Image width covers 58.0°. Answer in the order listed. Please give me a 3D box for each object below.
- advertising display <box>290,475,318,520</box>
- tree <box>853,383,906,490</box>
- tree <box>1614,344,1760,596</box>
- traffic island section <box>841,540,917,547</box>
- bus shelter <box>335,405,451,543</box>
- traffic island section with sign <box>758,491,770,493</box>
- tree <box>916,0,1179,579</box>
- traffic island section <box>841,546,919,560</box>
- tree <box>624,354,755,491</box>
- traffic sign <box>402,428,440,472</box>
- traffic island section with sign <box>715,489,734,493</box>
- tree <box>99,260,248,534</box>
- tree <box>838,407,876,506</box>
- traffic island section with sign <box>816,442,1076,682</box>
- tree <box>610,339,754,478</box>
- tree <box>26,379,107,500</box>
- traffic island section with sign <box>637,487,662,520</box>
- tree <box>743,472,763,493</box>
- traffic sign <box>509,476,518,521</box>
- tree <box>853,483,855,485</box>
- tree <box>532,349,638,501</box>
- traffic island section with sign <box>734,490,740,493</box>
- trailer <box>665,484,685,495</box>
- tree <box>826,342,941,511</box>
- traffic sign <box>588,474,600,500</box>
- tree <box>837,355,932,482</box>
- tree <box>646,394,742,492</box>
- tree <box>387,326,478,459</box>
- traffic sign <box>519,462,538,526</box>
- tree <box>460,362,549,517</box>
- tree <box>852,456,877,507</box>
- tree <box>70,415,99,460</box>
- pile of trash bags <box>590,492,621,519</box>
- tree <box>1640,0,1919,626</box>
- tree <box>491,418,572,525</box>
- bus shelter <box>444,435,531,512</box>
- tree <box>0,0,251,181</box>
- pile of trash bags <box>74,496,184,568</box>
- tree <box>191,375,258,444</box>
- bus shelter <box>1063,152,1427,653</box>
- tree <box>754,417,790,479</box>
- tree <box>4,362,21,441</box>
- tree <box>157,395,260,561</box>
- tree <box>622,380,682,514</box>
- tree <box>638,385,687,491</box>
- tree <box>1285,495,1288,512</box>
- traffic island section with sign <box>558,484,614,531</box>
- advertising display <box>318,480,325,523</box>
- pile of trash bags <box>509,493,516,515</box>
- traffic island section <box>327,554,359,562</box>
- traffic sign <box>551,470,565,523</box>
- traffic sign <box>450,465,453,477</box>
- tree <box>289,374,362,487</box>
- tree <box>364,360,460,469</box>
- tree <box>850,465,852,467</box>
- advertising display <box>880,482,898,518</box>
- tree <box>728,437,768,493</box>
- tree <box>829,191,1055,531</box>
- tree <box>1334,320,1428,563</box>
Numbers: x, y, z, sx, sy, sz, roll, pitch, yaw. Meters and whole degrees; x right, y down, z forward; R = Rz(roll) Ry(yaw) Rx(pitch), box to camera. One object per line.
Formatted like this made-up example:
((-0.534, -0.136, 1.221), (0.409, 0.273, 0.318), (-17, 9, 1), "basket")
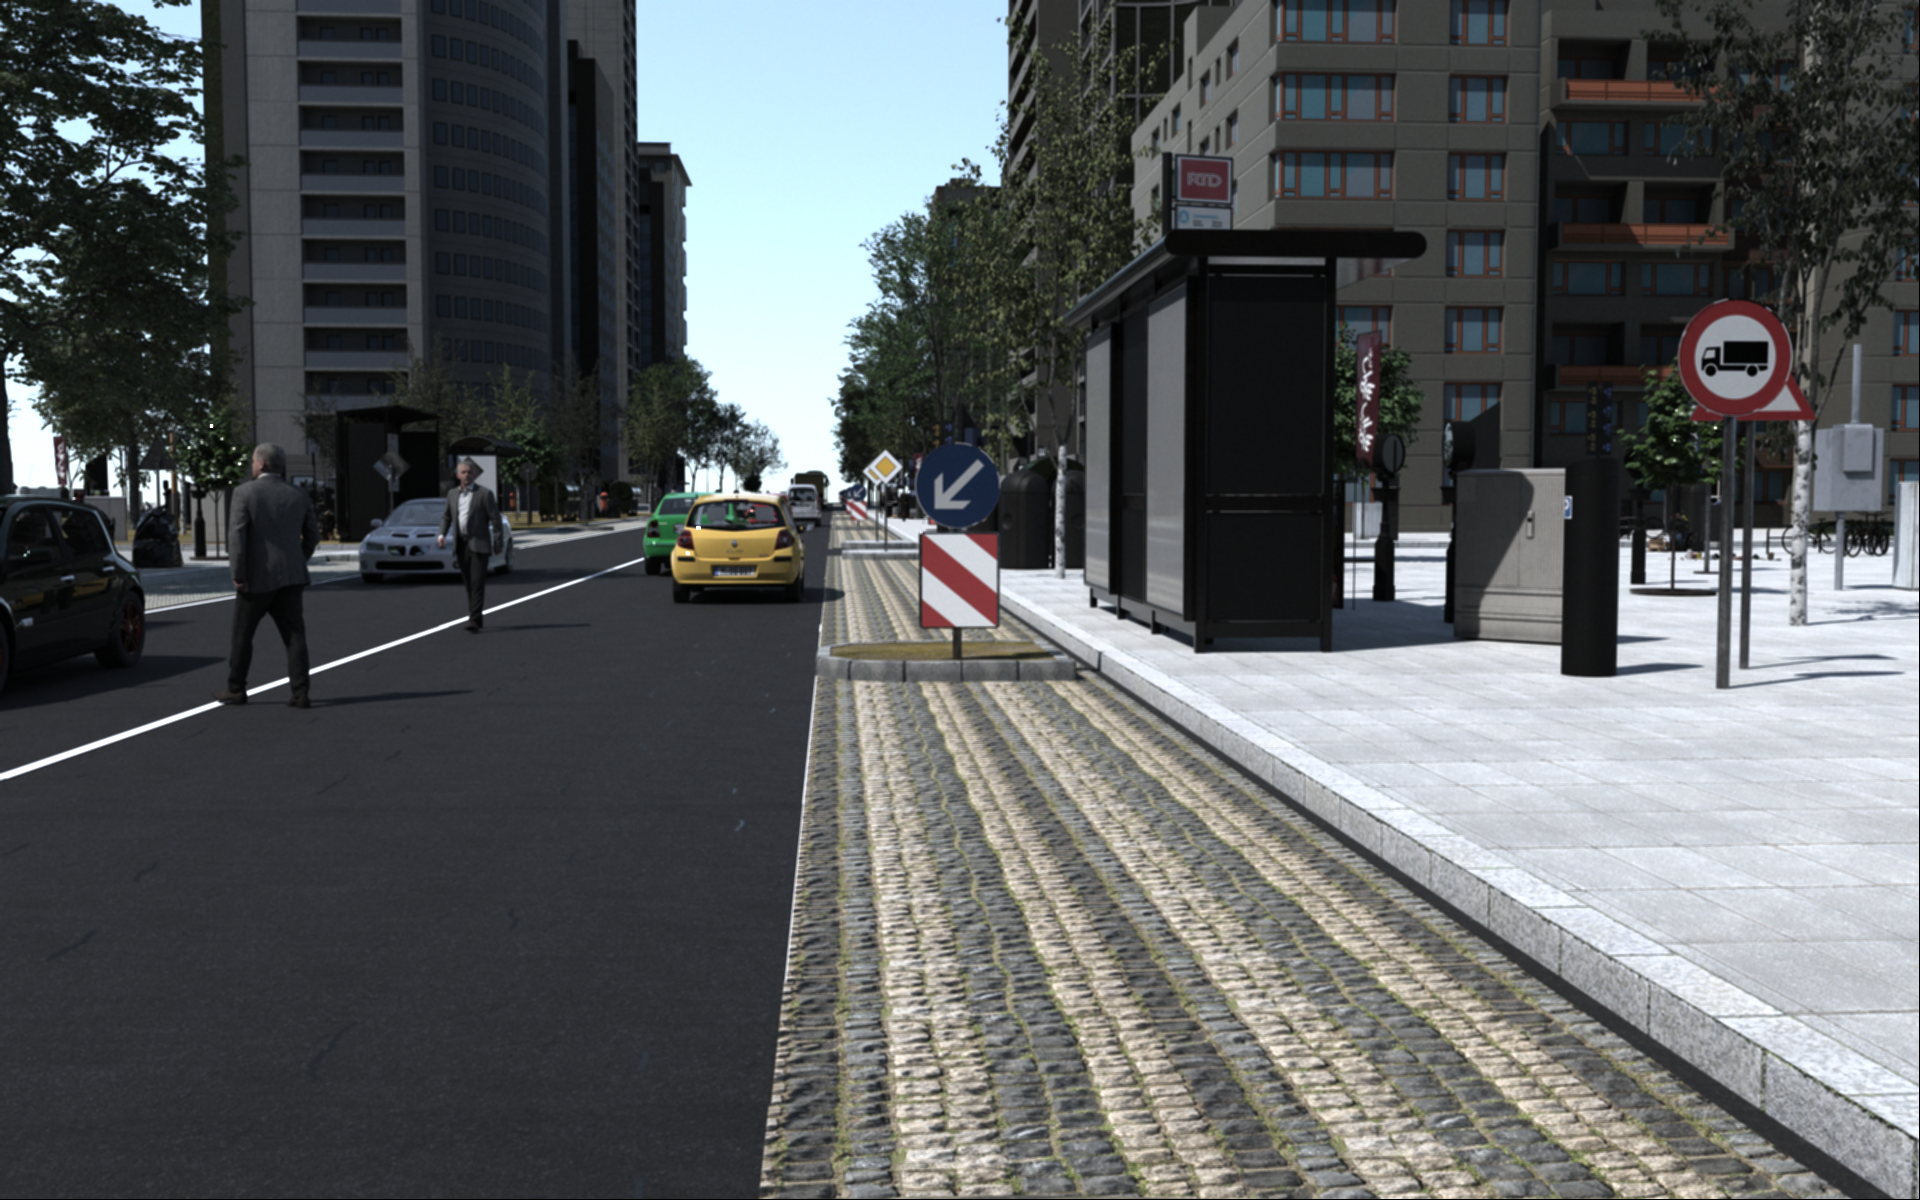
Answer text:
((-22.831, -3.363, 60.196), (0.123, 1.923, 0.974), (2, 4, 27), "advertising display")
((-3.923, -9.591, 107.168), (4.737, 8.622, 4.395), (0, 3, 0), "tree")
((9.010, -1.679, 22.049), (1.663, 3.219, 1.824), (0, 3, 0), "tree")
((-2.212, -1.493, 46.690), (2.009, 0.180, 2.903), (0, 4, -4), "traffic island section")
((-15.802, -3.507, 48.623), (1.731, 3.624, 6.357), (0, 4, -4), "bus shelter")
((-26.170, -13.363, 227.105), (1.989, 1.847, 2.006), (0, 4, -4), "traffic island section with sign")
((1.464, -4.642, 26.252), (4.737, 8.622, 4.395), (0, 3, 0), "tree")
((-1.635, -1.006, 38.726), (2.009, 0.180, 2.903), (0, 4, -4), "traffic island section")
((-21.159, -12.367, 127.952), (9.928, 11.665, 9.643), (0, 3, 0), "tree")
((-17.206, -3.651, 53.564), (2.265, 3.308, 0.079), (0, 4, 4), "traffic sign")
((-20.272, -8.384, 145.713), (1.989, 1.847, 2.006), (0, 4, -4), "traffic island section with sign")
((-24.758, -6.399, 54.982), (4.360, 8.622, 3.978), (0, 3, 0), "tree")
((-9.586, -16.629, 190.014), (7.486, 12.596, 7.792), (0, 3, 0), "tree")
((-0.175, -0.332, 14.062), (1.989, 1.847, 2.006), (0, 4, -4), "traffic island section with sign")
((-23.097, -13.940, 138.282), (12.009, 13.543, 11.850), (0, 3, 0), "tree")
((-44.548, -8.361, 87.067), (4.737, 8.622, 4.395), (0, 3, 0), "tree")
((-16.574, -5.267, 94.738), (1.989, 1.847, 2.006), (0, 4, -4), "traffic island section with sign")
((-31.146, -16.881, 259.719), (4.285, 4.588, 4.351), (0, 3, 0), "tree")
((-21.399, -5.104, 83.560), (0.768, 2.556, 0.104), (0, 4, 1), "traffic sign")
((-15.118, -15.808, 253.061), (1.663, 3.219, 1.824), (0, 3, 0), "tree")
((-19.058, -8.366, 87.151), (4.360, 8.622, 3.978), (0, 3, 0), "tree")
((-22.220, -10.029, 172.598), (1.989, 1.847, 2.006), (0, 4, -4), "traffic island section with sign")
((-16.824, -5.811, 102.057), (1.471, 1.999, 3.904), (0, 4, -5), "trailer")
((-5.545, -13.950, 134.734), (9.857, 13.997, 8.962), (0, 3, 0), "tree")
((-23.197, -6.716, 109.910), (0.768, 2.556, 0.104), (0, 4, 0), "traffic sign")
((-4.637, -11.031, 114.768), (7.601, 10.594, 8.767), (0, 4, 5), "tree")
((-23.508, -13.299, 151.845), (8.767, 10.594, 7.601), (-1, 4, -15), "tree")
((-23.374, -7.697, 76.207), (4.360, 8.622, 3.978), (0, 3, 0), "tree")
((-17.165, -4.204, 68.846), (0.768, 2.556, 0.104), (0, 4, 5), "traffic sign")
((-24.565, -8.909, 96.025), (4.737, 8.622, 4.395), (0, 3, 0), "tree")
((-9.149, -13.987, 179.050), (4.360, 8.622, 3.978), (0, 3, 0), "tree")
((-39.123, -7.946, 80.286), (4.360, 8.622, 3.978), (0, 3, 0), "tree")
((-18.871, -5.003, 91.552), (1.912, 1.369, 3.447), (-1, 4, -16), "pile of trash bags")
((8.436, -4.057, 16.699), (4.360, 8.622, 3.978), (0, 3, 0), "tree")
((-18.234, -5.470, 73.151), (4.285, 4.588, 4.351), (0, 3, 0), "tree")
((-17.001, -4.202, 62.624), (2.014, 3.302, 5.546), (0, 4, -4), "bus shelter")
((-14.702, -6.559, 25.368), (7.486, 12.596, 7.792), (0, 3, 0), "tree")
((-15.417, -1.265, 30.432), (3.447, 1.369, 1.912), (-1, 4, -10), "pile of trash bags")
((-44.905, -9.495, 105.607), (4.737, 8.622, 4.395), (0, 3, 0), "tree")
((2.369, -2.475, 18.092), (2.179, 5.291, 8.768), (0, 4, -4), "bus shelter")
((-32.476, -22.273, 274.539), (12.009, 13.543, 11.850), (0, 3, 0), "tree")
((-44.801, -7.858, 78.835), (4.360, 8.622, 3.978), (0, 3, 0), "tree")
((-14.395, -2.394, 33.742), (1.663, 3.219, 1.824), (0, 3, 0), "tree")
((-20.142, -9.912, 112.420), (4.737, 8.622, 4.395), (0, 3, 0), "tree")
((-20.708, -10.248, 117.920), (4.360, 8.622, 3.978), (0, 3, 0), "tree")
((16.813, -5.764, 88.846), (1.663, 3.219, 1.824), (0, 3, 0), "tree")
((-14.633, -3.622, 67.853), (1.989, 1.847, 2.006), (0, 4, -4), "traffic island section with sign")
((-29.068, -4.450, 77.966), (0.974, 1.923, 0.123), (-2, 4, -32), "advertising display")
((-28.003, -5.719, 103.257), (3.447, 1.369, 1.912), (-1, 4, -21), "pile of trash bags")
((-12.448, -0.958, 37.950), (2.009, 0.180, 2.903), (0, 4, -4), "traffic island section")
((-18.048, -4.731, 77.459), (0.768, 2.556, 0.104), (0, 4, 1), "traffic sign")
((-19.539, -4.132, 67.661), (0.768, 2.556, 0.104), (0, 4, 4), "traffic sign")
((-39.210, -9.609, 107.472), (4.360, 8.622, 3.978), (0, 3, 0), "tree")
((-30.459, -9.058, 98.464), (4.737, 8.622, 4.395), (0, 3, 0), "tree")
((-13.861, -17.593, 238.005), (4.737, 8.622, 4.395), (0, 3, 0), "tree")
((-3.853, -5.432, 94.030), (0.974, 1.923, 0.123), (0, 4, -8), "advertising display")
((-26.708, -15.857, 209.627), (4.737, 8.622, 4.395), (0, 3, 0), "tree")
((-0.519, -8.201, 59.848), (9.928, 11.665, 9.643), (0, 3, 0), "tree")
((7.212, -3.003, 32.818), (4.285, 4.588, 4.351), (0, 3, 0), "tree")
